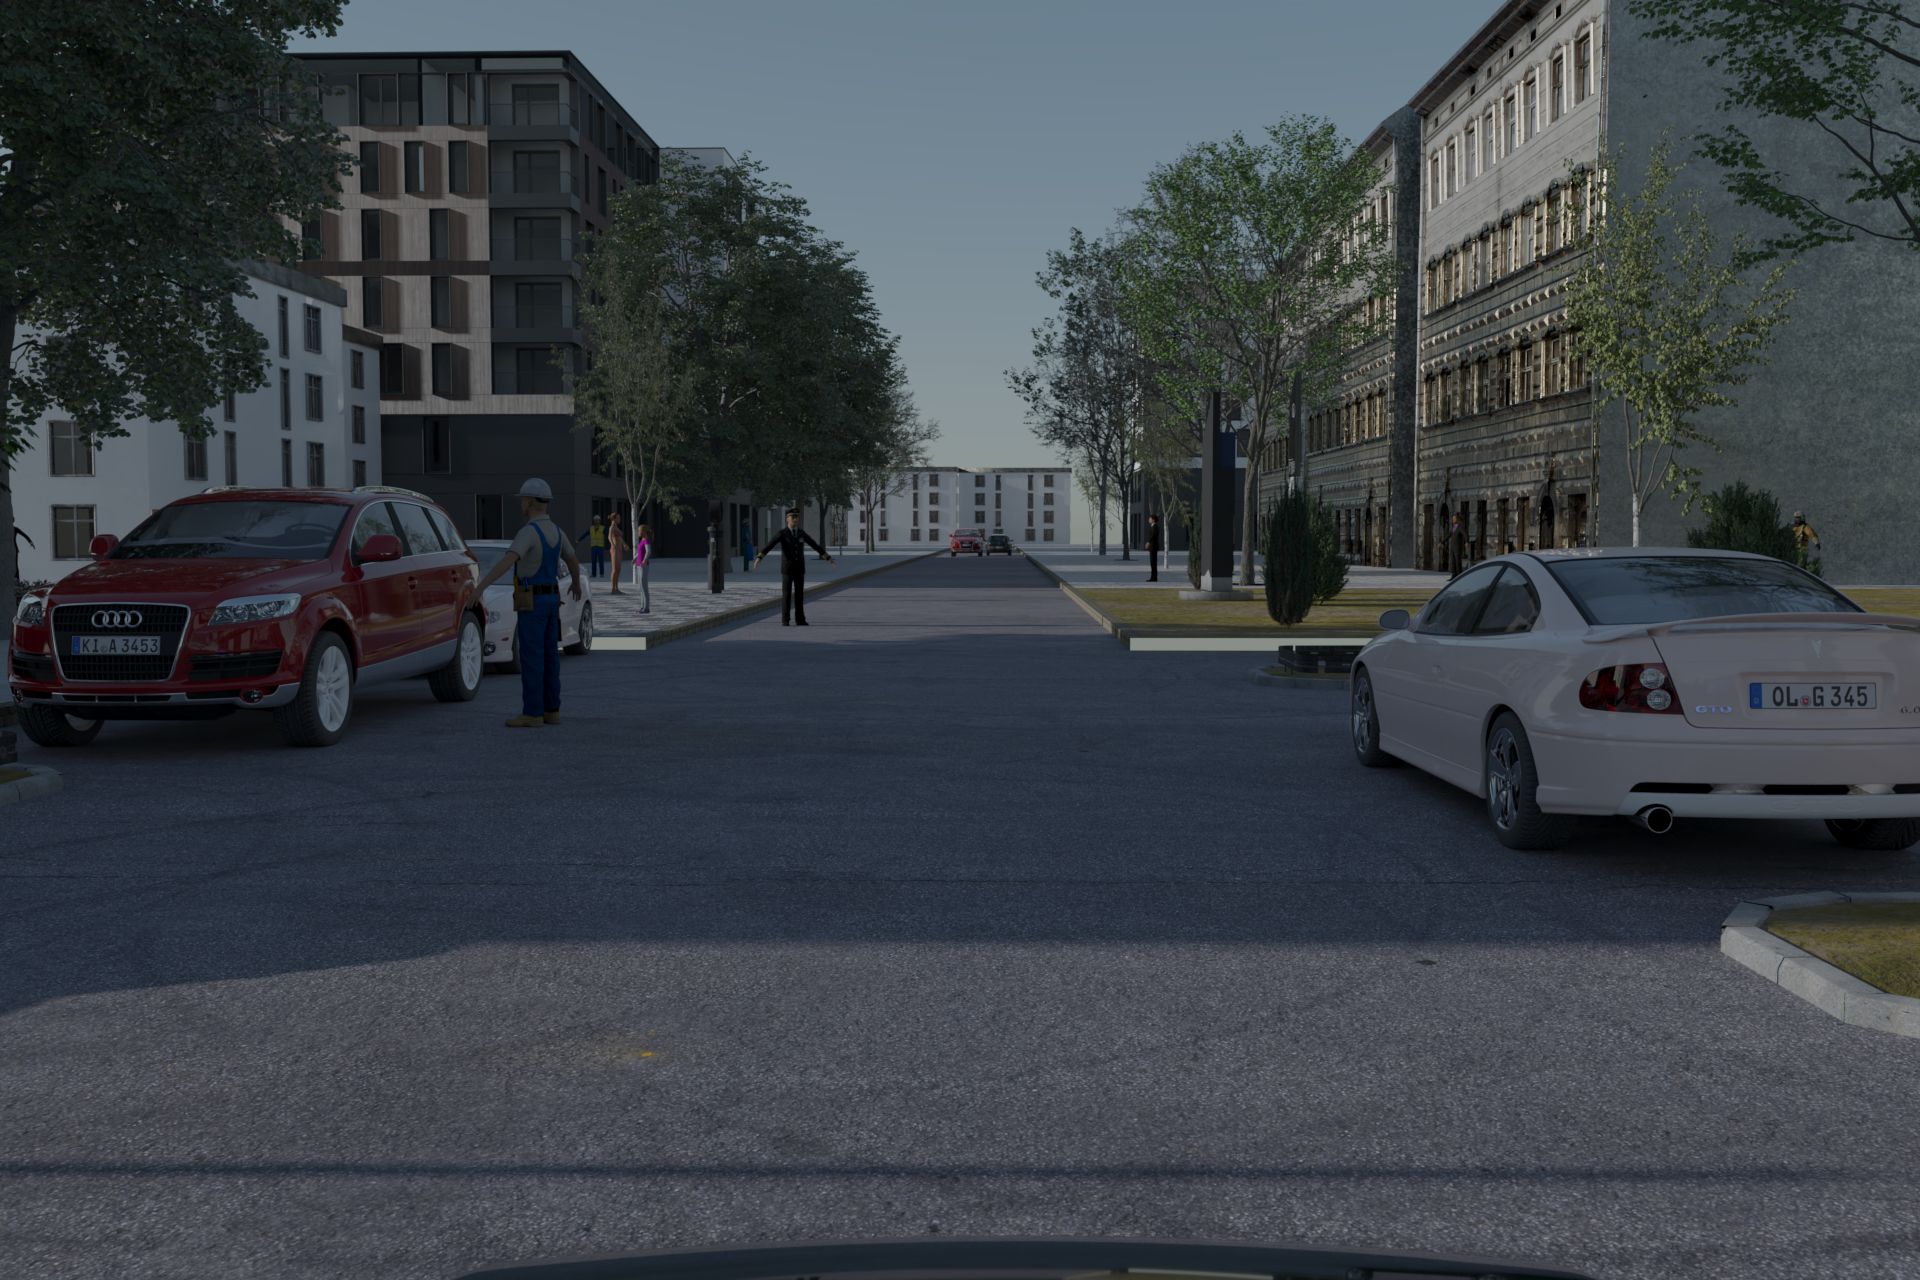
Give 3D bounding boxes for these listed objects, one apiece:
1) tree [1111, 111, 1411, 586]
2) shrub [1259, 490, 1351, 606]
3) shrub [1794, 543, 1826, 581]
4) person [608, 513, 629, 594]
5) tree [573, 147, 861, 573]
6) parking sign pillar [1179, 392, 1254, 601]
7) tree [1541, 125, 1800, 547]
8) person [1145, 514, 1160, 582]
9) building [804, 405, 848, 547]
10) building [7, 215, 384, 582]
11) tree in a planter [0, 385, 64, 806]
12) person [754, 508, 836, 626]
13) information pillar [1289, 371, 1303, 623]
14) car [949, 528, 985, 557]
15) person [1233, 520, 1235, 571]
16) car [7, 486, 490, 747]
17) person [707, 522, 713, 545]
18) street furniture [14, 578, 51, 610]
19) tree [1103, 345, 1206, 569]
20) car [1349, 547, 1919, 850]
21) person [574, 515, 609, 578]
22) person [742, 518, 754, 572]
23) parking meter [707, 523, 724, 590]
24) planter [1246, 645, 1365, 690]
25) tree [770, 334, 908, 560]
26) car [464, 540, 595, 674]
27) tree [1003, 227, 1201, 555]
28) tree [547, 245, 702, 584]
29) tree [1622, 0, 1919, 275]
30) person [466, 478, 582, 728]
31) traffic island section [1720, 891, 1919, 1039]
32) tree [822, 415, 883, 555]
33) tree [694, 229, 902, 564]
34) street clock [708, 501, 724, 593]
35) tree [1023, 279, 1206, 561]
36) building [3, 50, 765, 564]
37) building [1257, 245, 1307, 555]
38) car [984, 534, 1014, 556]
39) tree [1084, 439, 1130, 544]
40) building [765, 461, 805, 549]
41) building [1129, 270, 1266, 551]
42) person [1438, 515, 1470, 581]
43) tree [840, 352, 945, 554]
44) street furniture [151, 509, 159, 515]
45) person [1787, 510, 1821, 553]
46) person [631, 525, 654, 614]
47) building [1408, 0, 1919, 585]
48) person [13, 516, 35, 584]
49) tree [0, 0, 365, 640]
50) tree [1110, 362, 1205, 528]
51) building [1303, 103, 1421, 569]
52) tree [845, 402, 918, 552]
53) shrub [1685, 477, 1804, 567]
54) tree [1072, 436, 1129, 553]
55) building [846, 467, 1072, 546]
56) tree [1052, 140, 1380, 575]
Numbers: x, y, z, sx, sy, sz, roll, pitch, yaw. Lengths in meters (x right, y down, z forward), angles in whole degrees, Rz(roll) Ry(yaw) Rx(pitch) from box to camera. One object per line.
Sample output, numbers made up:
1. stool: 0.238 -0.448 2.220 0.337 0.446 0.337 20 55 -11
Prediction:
1. tree: 7.358 -7.171 43.004 9.928 11.665 9.643 0 3 0
2. shrub: 6.215 -1.660 31.178 1.661 2.075 1.752 0 3 0
3. shrub: 12.550 -0.922 26.200 1.383 1.207 1.383 0 3 0
4. person: -7.270 -1.847 37.003 0.721 1.733 1.217 0 4 3
5. tree: -7.879 -9.156 56.358 9.857 13.997 8.962 0 3 0
6. parking sign pillar: 4.986 -2.757 33.549 1.447 3.967 1.447 0 4 -1
7. tree: 12.614 -4.968 31.594 4.737 8.622 4.395 0 3 0
8. person: 5.181 -2.470 46.579 0.705 1.806 1.347 1 4 13
9. building: -22.119 -21.643 184.784 19.493 23.208 18.063 0 4 2
10. building: -25.593 -7.193 59.761 9.099 9.664 28.070 0 4 1
11. tree in a planter: -6.037 -0.731 9.174 1.991 3.239 1.994 0 4 1
12. person: -2.597 -1.141 27.049 1.347 1.837 0.705 -2 4 -25
13. information pillar: 4.861 -2.068 25.174 0.183 3.616 0.504 0 4 0
14. car: 0.453 -6.262 111.052 2.281 1.827 5.304 0 4 1
15. person: 9.261 -3.261 59.445 0.705 1.813 1.348 1 4 13
16. car: -5.211 -0.287 13.360 2.281 1.827 5.304 0 4 1
17. person: -7.955 -3.070 56.652 0.721 1.772 1.216 1 4 18
18. street furniture: -14.882 -0.973 22.761 11.010 1.723 9.812 -2 4 -29
19. tree: 7.840 -6.969 64.303 4.360 8.622 3.978 0 3 0
20. car: 3.399 0.191 9.235 2.083 1.381 4.827 0 3 0
21. person: -10.706 -2.760 51.094 1.349 1.833 0.705 0 4 6
22. person: -7.124 -3.184 58.178 0.704 1.817 1.347 -1 4 -12
23. parking meter: -5.589 -1.910 39.645 0.372 1.533 0.369 0 3 0
24. planter: 3.840 0.260 16.893 1.991 0.319 1.994 0 4 1
25. tree: -6.673 -9.779 85.637 9.928 11.665 9.643 0 3 0
26. car: -5.361 -0.421 19.239 2.083 1.381 4.827 0 4 1
27. tree: 8.894 -15.282 105.742 12.611 20.169 13.585 0 3 0
28. tree: -8.327 -5.766 44.638 4.360 8.622 3.978 0 3 0
29. tree: 9.920 -5.527 16.123 9.928 11.665 9.643 0 3 0
30. person: -3.183 -0.284 12.956 0.705 1.847 1.347 1 4 22
31. traffic island section: 3.595 1.060 5.538 1.991 0.108 1.994 0 4 1
32. tree: -7.335 -9.381 103.742 4.360 8.622 3.978 0 3 0
33. tree: -6.945 -10.216 73.692 9.857 13.997 8.962 0 3 0
34. street clock: -5.261 -2.009 37.411 0.358 2.002 0.471 0 4 2
35. tree: 7.969 -10.593 83.564 12.009 13.543 11.850 0 3 0
36. building: -26.429 -15.057 90.164 27.936 21.610 32.646 0 4 2
37. building: 27.455 -16.274 97.000 19.493 23.208 18.063 0 4 1
38. car: 2.601 -6.512 116.259 2.009 1.686 4.222 0 4 1
39. tree: 20.539 -18.868 218.866 12.009 13.543 11.850 0 3 0
40. building: -23.317 -17.077 145.665 16.747 18.905 31.486 0 4 2
41. building: 28.520 -18.733 150.260 27.936 21.610 32.646 0 4 1
42. person: 13.445 -2.492 46.974 0.704 1.802 1.346 -1 4 -19
43. tree: -6.035 -12.480 114.412 12.009 13.543 11.850 0 3 0
44. street furniture: -14.989 -1.736 35.232 11.010 1.723 9.812 -2 4 -25
45. person: 20.147 -2.193 41.621 0.705 1.858 1.354 -1 4 -23
46. person: -5.167 -1.144 27.963 0.599 1.433 0.991 -1 4 -21
47. building: 25.272 -13.502 51.680 19.493 23.208 18.063 0 4 1
48. person: -22.222 -2.063 40.453 1.216 1.740 0.721 0 4 -5
49. tree: -11.943 -6.977 20.725 9.857 13.997 8.962 0 3 0
50. tree: 7.672 -7.335 70.295 4.360 8.622 3.978 0 3 0
51. building: 25.394 -14.779 72.571 19.493 23.208 18.063 0 4 1
52. tree: -6.548 -12.252 126.076 9.928 11.665 9.643 0 3 0
53. shrub: 10.856 -1.228 24.116 1.661 2.075 1.752 0 3 0
54. tree: 9.091 -10.398 120.366 4.360 8.622 3.978 0 3 0
55. building: -0.147 -16.607 216.126 28.070 9.664 9.099 0 4 4
56. tree: 7.975 -8.785 53.998 12.009 13.543 11.850 0 3 0
